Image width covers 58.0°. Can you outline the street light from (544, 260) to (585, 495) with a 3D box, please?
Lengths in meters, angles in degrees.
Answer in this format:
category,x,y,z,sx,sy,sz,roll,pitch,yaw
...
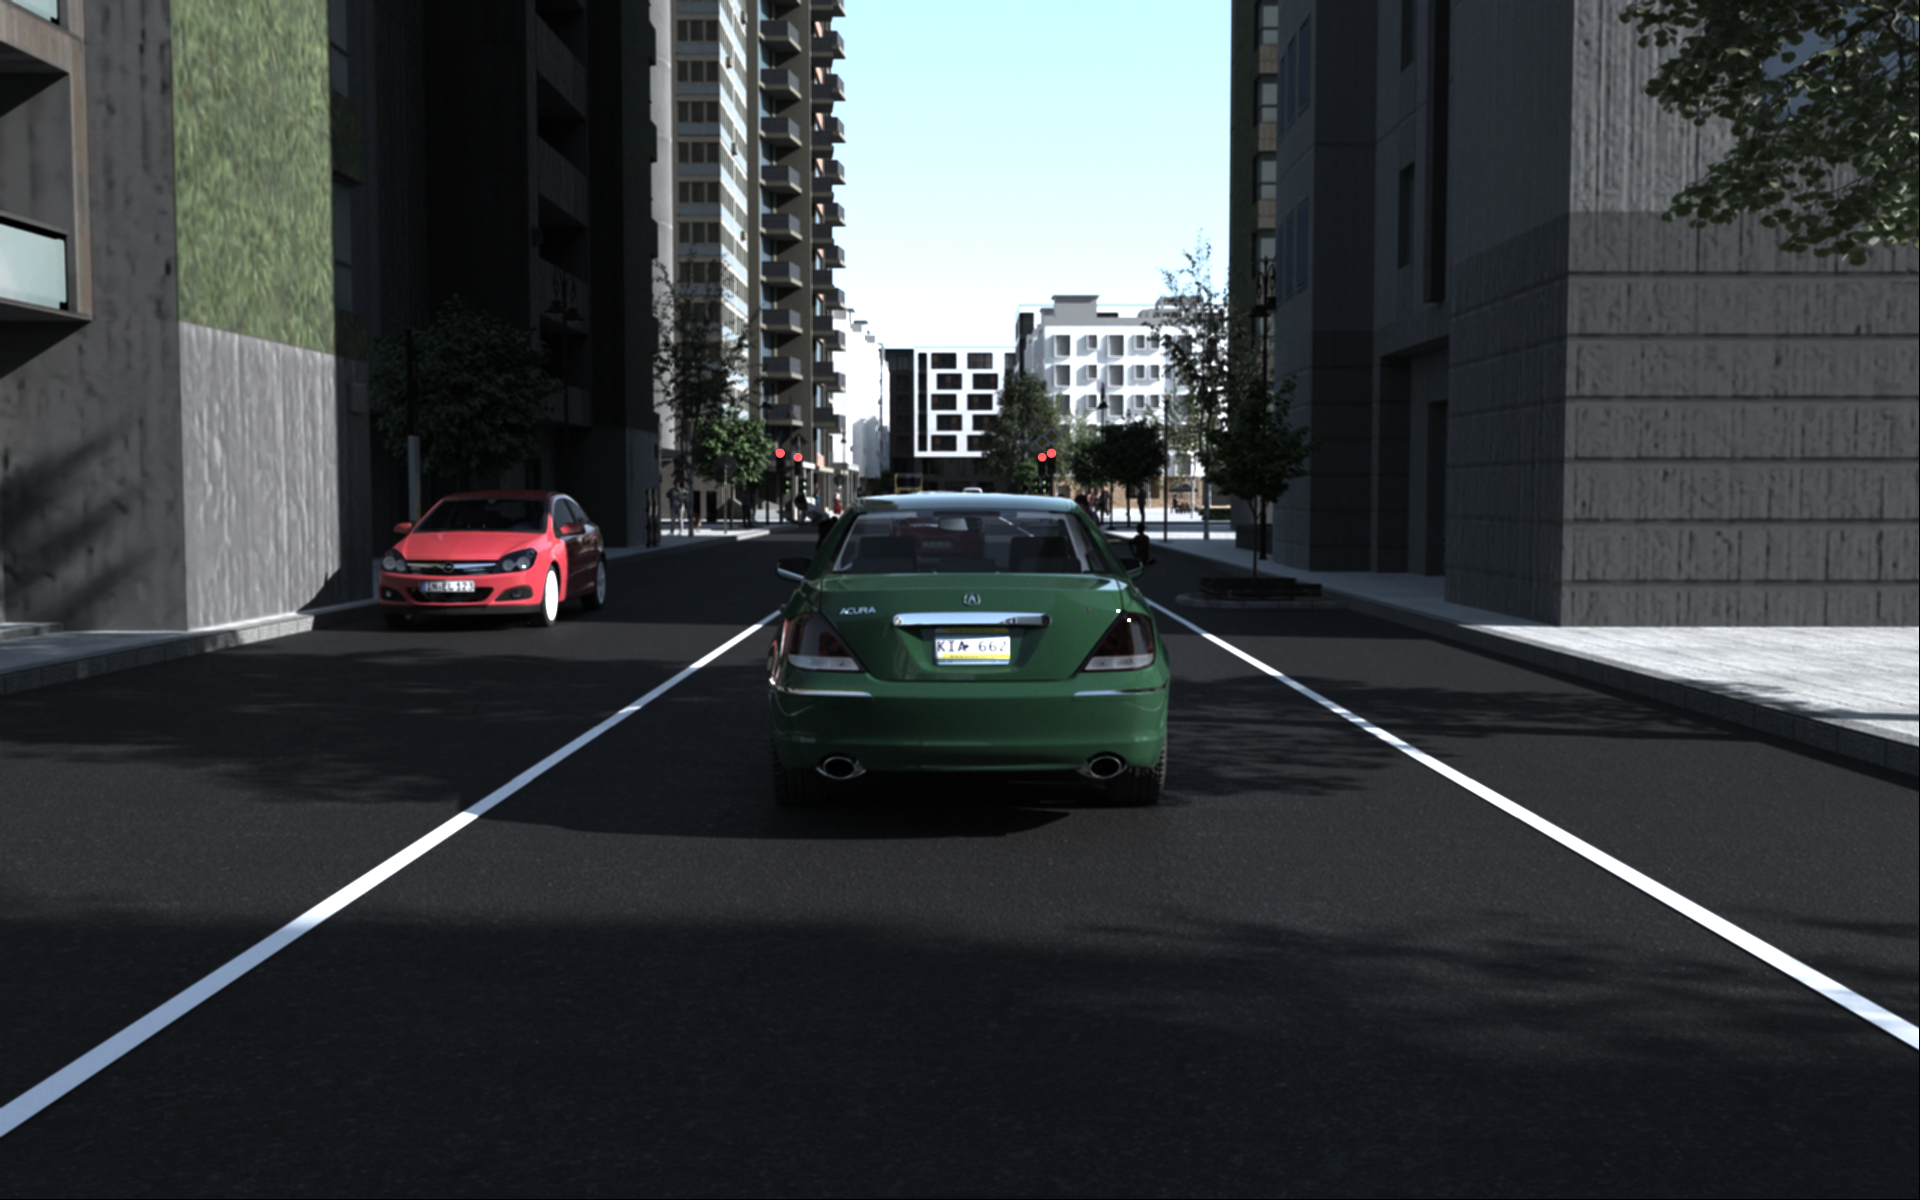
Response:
category,x,y,z,sx,sy,sz,roll,pitch,yaw
street light,-7.824,-3.769,34.406,0.468,5.910,1.993,0,3,0

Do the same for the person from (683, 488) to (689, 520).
category,x,y,z,sx,sy,sz,roll,pitch,yaw
person,-12.864,-4.471,81.208,0.516,1.574,0.319,0,4,7

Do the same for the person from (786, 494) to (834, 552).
category,x,y,z,sx,sy,sz,roll,pitch,yaw
person,-2.467,-1.052,28.888,0.628,1.438,0.799,1,4,19

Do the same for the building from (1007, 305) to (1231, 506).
category,x,y,z,sx,sy,sz,roll,pitch,yaw
building,20.307,-21.961,203.040,27.936,21.610,32.646,0,3,0

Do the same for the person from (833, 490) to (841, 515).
category,x,y,z,sx,sy,sz,roll,pitch,yaw
person,-7.622,-6.057,107.546,0.523,1.526,0.387,-1,4,-20

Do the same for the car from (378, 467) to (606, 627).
category,x,y,z,sx,sy,sz,roll,pitch,yaw
car,-5.308,-0.671,20.009,2.155,1.783,4.494,0,4,-1

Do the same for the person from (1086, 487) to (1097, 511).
category,x,y,z,sx,sy,sz,roll,pitch,yaw
person,4.005,-2.620,52.813,0.415,1.643,0.593,-3,4,-36

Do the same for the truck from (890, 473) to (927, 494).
category,x,y,z,sx,sy,sz,roll,pitch,yaw
truck,-4.874,-10.300,164.332,3.469,3.379,9.791,0,4,-1

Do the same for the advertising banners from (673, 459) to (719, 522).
category,x,y,z,sx,sy,sz,roll,pitch,yaw
advertising banners,-12.144,-5.096,79.506,2.074,3.025,0.090,-1,4,-11

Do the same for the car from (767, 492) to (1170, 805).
category,x,y,z,sx,sy,sz,roll,pitch,yaw
car,0.011,0.146,9.414,2.131,1.459,4.920,0,4,-1

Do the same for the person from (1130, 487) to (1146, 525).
category,x,y,z,sx,sy,sz,roll,pitch,yaw
person,7.450,-4.046,72.729,0.750,1.759,0.617,1,4,10

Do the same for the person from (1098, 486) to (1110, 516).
category,x,y,z,sx,sy,sz,roll,pitch,yaw
person,8.596,-5.882,102.766,0.990,1.755,0.434,3,5,44

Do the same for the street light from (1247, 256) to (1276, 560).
category,x,y,z,sx,sy,sz,roll,pitch,yaw
street light,5.939,-3.731,33.791,0.468,5.910,1.993,0,3,0

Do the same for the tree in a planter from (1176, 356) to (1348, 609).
category,x,y,z,sx,sy,sz,roll,pitch,yaw
tree in a planter,3.857,-1.548,22.536,1.991,3.239,1.994,0,3,0

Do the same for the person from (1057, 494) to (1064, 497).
category,x,y,z,sx,sy,sz,roll,pitch,yaw
person,2.490,-1.726,39.954,0.776,1.435,0.726,0,4,-4

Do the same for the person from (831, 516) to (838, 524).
category,x,y,z,sx,sy,sz,roll,pitch,yaw
person,-3.379,-1.876,47.456,0.655,0.850,0.859,-1,4,-15

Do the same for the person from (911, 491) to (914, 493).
category,x,y,z,sx,sy,sz,roll,pitch,yaw
person,-4.202,-8.769,152.598,0.841,1.734,0.376,2,4,29

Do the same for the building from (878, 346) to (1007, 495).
category,x,y,z,sx,sy,sz,roll,pitch,yaw
building,-8.577,-25.054,253.604,32.646,21.610,27.936,0,3,0

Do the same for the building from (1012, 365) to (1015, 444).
category,x,y,z,sx,sy,sz,roll,pitch,yaw
building,14.798,-22.546,225.053,16.016,20.091,11.380,0,3,0

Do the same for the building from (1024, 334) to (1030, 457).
category,x,y,z,sx,sy,sz,roll,pitch,yaw
building,14.766,-19.859,181.110,16.016,20.091,11.380,0,3,0

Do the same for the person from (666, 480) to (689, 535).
category,x,y,z,sx,sy,sz,roll,pitch,yaw
person,-8.775,-2.874,53.749,0.841,1.734,0.376,1,4,15

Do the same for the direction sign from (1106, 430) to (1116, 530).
category,x,y,z,sx,sy,sz,roll,pitch,yaw
direction sign,5.406,-4.272,61.846,0.379,3.537,0.876,1,4,10

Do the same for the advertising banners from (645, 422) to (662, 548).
category,x,y,z,sx,sy,sz,roll,pitch,yaw
advertising banners,-7.355,-2.788,41.773,0.090,3.025,2.074,0,4,1

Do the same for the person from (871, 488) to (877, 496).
category,x,y,z,sx,sy,sz,roll,pitch,yaw
person,-8.115,-9.548,162.284,0.705,1.807,1.348,2,4,24

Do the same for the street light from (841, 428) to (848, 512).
category,x,y,z,sx,sy,sz,roll,pitch,yaw
street light,-7.934,-8.912,118.501,0.468,5.910,1.993,0,3,0

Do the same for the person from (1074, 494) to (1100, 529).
category,x,y,z,sx,sy,sz,roll,pitch,yaw
person,1.446,-0.534,20.471,0.421,1.427,0.697,0,4,7

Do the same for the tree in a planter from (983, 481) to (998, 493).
category,x,y,z,sx,sy,sz,roll,pitch,yaw
tree in a planter,3.703,-13.050,210.582,1.991,3.239,1.994,0,3,0

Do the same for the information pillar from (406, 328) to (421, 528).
category,x,y,z,sx,sy,sz,roll,pitch,yaw
information pillar,-7.789,-2.040,24.706,0.183,3.616,0.504,-1,4,-8

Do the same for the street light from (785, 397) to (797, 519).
category,x,y,z,sx,sy,sz,roll,pitch,yaw
street light,-7.875,-6.612,80.887,0.468,5.910,1.993,0,3,0

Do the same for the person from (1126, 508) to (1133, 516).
category,x,y,z,sx,sy,sz,roll,pitch,yaw
person,10.026,-5.254,102.415,0.381,0.543,0.357,-2,4,-29

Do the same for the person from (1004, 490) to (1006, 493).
category,x,y,z,sx,sy,sz,roll,pitch,yaw
person,5.620,-13.042,219.296,0.705,1.822,1.348,1,4,9

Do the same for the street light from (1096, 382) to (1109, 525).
category,x,y,z,sx,sy,sz,roll,pitch,yaw
street light,5.860,-6.026,71.315,0.468,5.910,1.993,0,3,0

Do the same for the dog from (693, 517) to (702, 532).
category,x,y,z,sx,sy,sz,roll,pitch,yaw
dog,-8.896,-2.557,58.639,0.540,0.507,0.406,1,4,23

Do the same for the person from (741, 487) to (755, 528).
category,x,y,z,sx,sy,sz,roll,pitch,yaw
person,-8.028,-3.485,65.233,0.429,1.552,0.499,3,5,42

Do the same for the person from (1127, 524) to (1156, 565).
category,x,y,z,sx,sy,sz,roll,pitch,yaw
person,3.593,-1.131,35.283,0.859,0.850,0.655,-3,4,-37

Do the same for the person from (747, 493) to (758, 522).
category,x,y,z,sx,sy,sz,roll,pitch,yaw
person,-9.598,-4.498,79.714,0.434,1.807,0.598,-3,5,-42

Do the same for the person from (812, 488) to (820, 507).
category,x,y,z,sx,sy,sz,roll,pitch,yaw
person,-7.889,-5.405,96.281,0.662,1.594,0.647,-1,4,-10

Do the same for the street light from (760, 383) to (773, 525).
category,x,y,z,sx,sy,sz,roll,pitch,yaw
street light,-7.954,-6.031,71.394,0.468,5.910,1.993,0,3,0

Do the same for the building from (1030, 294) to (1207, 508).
category,x,y,z,sx,sy,sz,roll,pitch,yaw
building,15.343,-19.164,169.751,16.016,20.091,11.380,0,3,0

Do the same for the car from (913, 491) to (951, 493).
category,x,y,z,sx,sy,sz,roll,pitch,yaw
car,-0.433,-1.521,33.912,2.155,1.783,4.494,0,3,0
